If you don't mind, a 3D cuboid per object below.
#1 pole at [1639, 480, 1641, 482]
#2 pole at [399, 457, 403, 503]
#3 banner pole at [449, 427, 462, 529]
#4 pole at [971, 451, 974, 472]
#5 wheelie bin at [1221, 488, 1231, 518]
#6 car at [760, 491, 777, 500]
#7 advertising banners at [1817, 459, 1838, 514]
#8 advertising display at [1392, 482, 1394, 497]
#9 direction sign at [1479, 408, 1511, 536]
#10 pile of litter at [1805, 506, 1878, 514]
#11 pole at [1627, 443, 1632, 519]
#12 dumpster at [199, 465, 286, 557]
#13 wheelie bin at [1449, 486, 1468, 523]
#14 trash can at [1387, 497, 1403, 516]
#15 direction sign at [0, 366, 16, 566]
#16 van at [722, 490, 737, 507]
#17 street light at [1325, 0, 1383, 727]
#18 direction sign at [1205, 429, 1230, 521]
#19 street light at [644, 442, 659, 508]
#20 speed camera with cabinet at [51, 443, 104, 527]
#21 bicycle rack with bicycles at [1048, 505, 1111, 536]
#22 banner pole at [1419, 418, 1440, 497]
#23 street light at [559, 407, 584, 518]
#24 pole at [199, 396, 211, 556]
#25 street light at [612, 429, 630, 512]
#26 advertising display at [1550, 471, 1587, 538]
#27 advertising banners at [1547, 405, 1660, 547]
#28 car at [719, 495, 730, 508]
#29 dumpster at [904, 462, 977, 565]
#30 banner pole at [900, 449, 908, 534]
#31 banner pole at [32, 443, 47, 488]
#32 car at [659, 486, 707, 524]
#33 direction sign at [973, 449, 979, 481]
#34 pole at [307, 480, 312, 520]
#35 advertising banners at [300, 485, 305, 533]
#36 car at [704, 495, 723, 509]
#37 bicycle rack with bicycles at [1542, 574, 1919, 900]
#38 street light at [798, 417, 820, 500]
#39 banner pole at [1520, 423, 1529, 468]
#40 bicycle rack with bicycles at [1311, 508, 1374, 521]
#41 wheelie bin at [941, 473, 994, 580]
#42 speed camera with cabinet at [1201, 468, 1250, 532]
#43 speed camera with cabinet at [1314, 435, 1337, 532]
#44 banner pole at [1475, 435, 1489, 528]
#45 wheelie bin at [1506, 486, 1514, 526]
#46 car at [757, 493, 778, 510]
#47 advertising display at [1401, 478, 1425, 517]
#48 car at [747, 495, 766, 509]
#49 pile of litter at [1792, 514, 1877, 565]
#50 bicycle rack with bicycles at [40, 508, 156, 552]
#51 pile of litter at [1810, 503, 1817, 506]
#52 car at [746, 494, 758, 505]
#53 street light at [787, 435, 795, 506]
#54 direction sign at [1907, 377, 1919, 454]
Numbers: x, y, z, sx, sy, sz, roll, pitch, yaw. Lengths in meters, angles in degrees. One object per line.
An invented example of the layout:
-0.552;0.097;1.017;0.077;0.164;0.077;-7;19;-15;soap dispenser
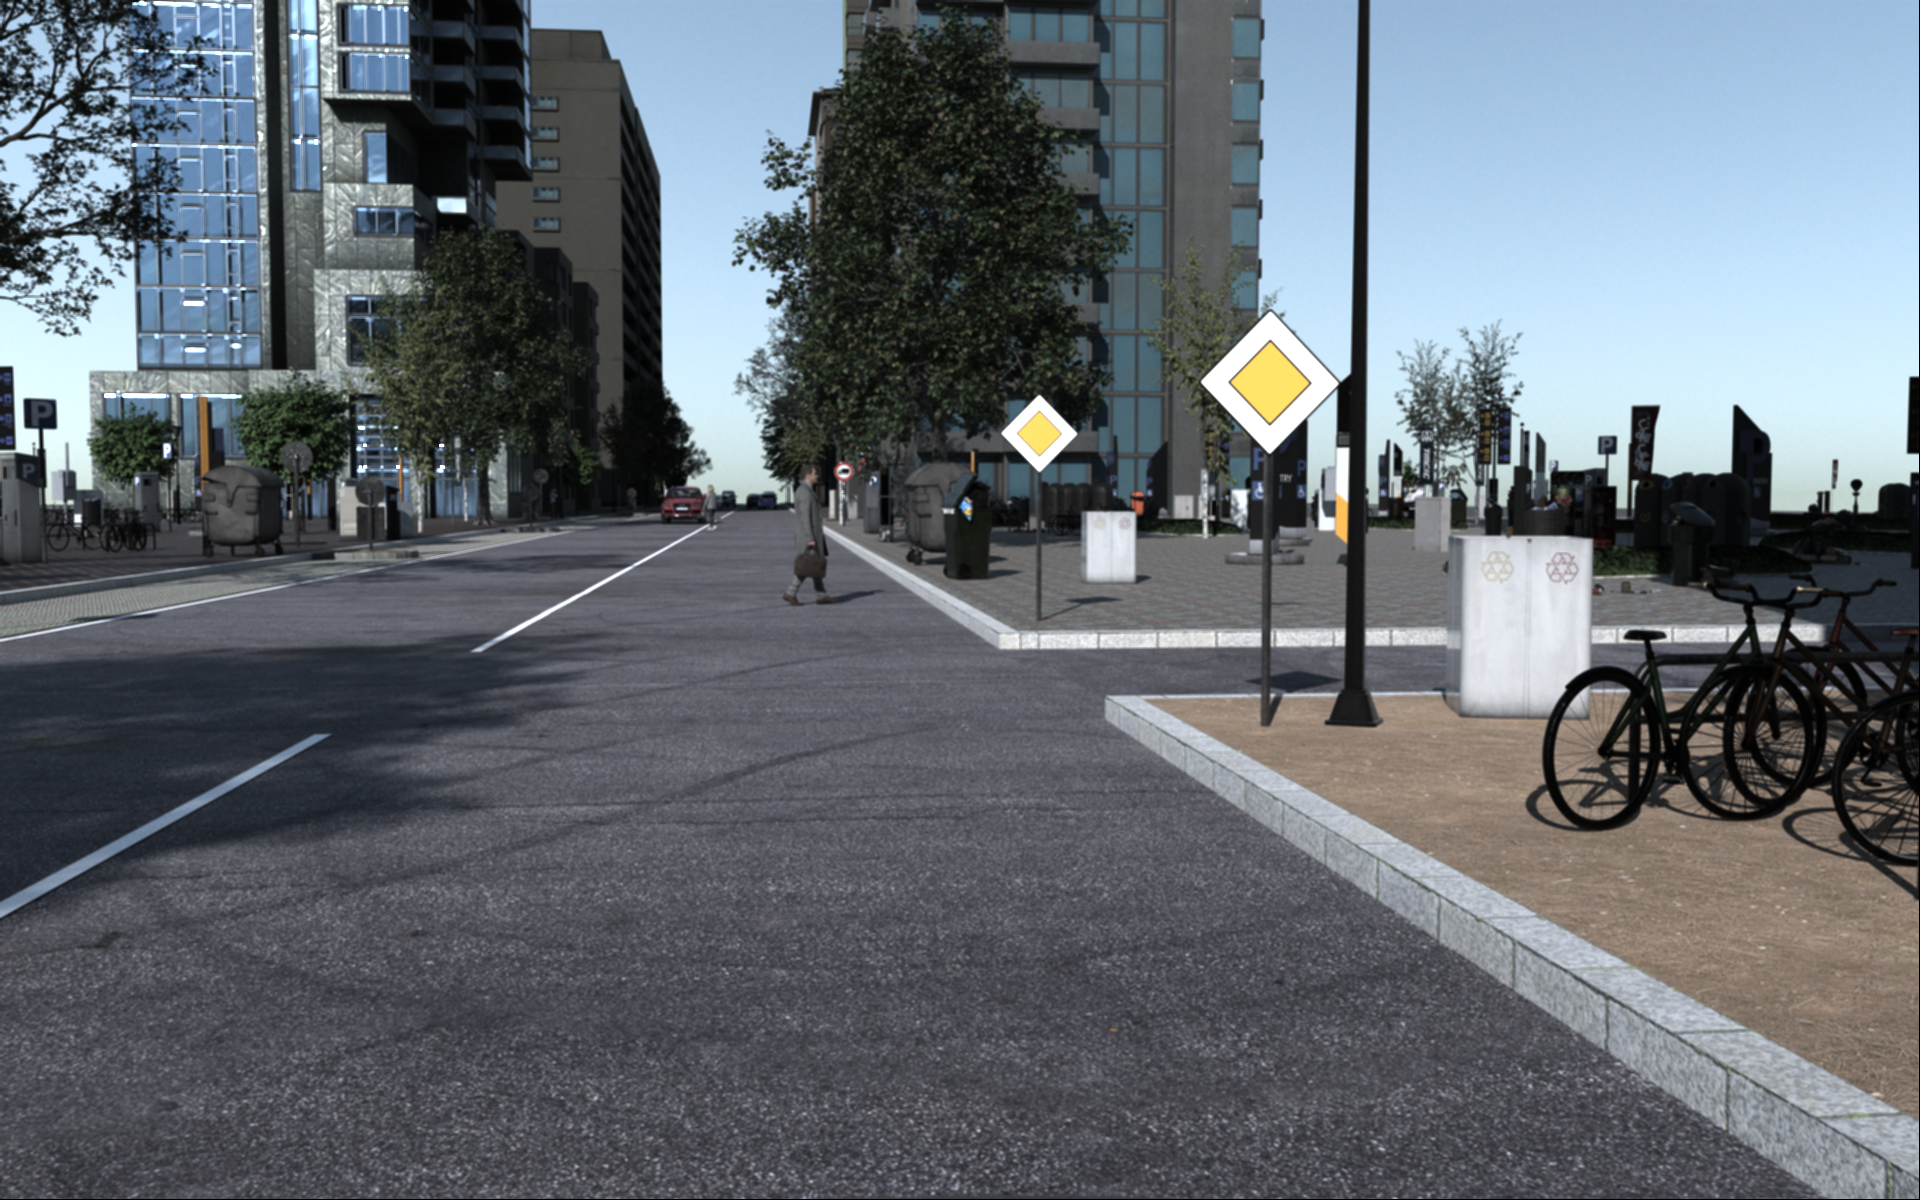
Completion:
24.541;-4.193;62.399;0.158;3.312;0.155;0;3;0;pole
-28.638;-5.804;88.746;0.158;3.312;0.155;0;3;0;pole
-18.752;-4.550;64.410;0.863;3.779;0.401;3;5;42;banner pole
0.610;-5.451;82.969;0.158;3.312;0.155;0;3;0;pole
14.282;-5.179;92.577;0.693;1.594;0.980;-1;4;-12;wheelie bin
-25.827;-13.776;233.915;2.281;1.827;5.304;0;4;-7;car
44.344;-5.649;88.555;0.090;3.025;2.074;0;4;2;advertising banners
23.479;-5.381;93.189;0.123;1.923;0.974;3;4;36;advertising display
14.085;-3.283;45.671;0.876;3.537;0.379;3;5;43;direction sign
25.151;-2.150;49.116;1.176;0.858;1.719;-3;4;-38;pile of litter
26.991;-4.643;69.754;0.158;3.312;0.155;0;3;0;pole
-14.800;-1.835;35.754;1.264;1.857;1.865;0;4;-6;dumpster
19.279;-3.612;66.960;0.693;1.594;0.980;1;4;18;wheelie bin
18.636;-3.816;74.042;0.748;1.137;0.748;0;3;0;trash can
-17.197;-2.378;30.882;0.876;3.537;0.379;1;4;16;direction sign
-26.351;-11.628;197.129;2.013;2.044;4.112;0;4;-7;van
1.668;-2.258;9.463;1.470;5.913;1.316;0;4;-6;street light
8.979;-4.199;60.643;0.876;3.537;0.379;0;4;7;direction sign
-27.672;-11.161;155.027;1.470;5.913;1.316;0;4;-6;street light
-34.288;-4.462;67.292;0.660;3.252;2.038;1;4;16;speed camera with cabinet
4.056;-2.512;54.451;2.925;0.926;2.852;-1;4;-10;bicycle rack with bicycles
15.507;-4.098;57.025;0.863;3.779;0.401;-1;4;-9;banner pole
-20.626;-7.302;91.925;1.470;5.913;1.316;0;4;-6;street light
-15.678;-2.576;35.967;0.158;3.312;0.155;0;3;0;pole
-24.167;-9.231;123.474;1.470;5.913;1.316;0;4;-6;street light
17.050;-2.653;48.591;0.974;1.923;0.123;3;4;39;advertising display
12.815;-2.346;34.552;2.074;3.025;0.090;1;4;22;advertising banners
-25.567;-10.542;184.946;1.945;1.354;3.894;0;4;-7;car
-0.335;-1.592;31.781;1.264;1.857;1.865;0;4;-7;dumpster
-1.702;-3.990;55.254;0.401;3.779;0.863;0;4;-3;banner pole
-44.892;-5.775;84.444;0.401;3.779;0.863;2;4;25;banner pole
-13.361;-4.599;83.872;2.281;1.827;5.304;0;4;-7;car
0.785;-5.782;86.529;0.379;3.537;0.876;1;4;17;direction sign
-32.527;-5.672;86.584;0.158;3.312;0.155;0;3;0;pole
-21.931;-3.769;57.806;0.090;3.025;2.074;-2;4;-24;advertising banners
-23.308;-9.202;162.806;2.083;1.381;4.827;0;4;-7;car
3.624;0.418;6.556;2.925;0.926;2.852;0;4;-7;bicycle rack with bicycles
-9.112;-8.100;104.980;1.470;5.913;1.316;0;4;-6;street light
19.706;-4.313;60.527;0.401;3.779;0.863;0;4;-5;banner pole
17.584;-4.068;79.889;2.925;0.926;2.852;0;4;7;bicycle rack with bicycles
0.120;-1.119;26.204;0.693;1.594;0.980;-1;4;-20;wheelie bin
9.629;-4.119;61.685;2.038;3.252;0.660;1;4;13;speed camera with cabinet
12.549;-3.962;59.107;0.660;3.252;2.038;0;4;3;speed camera with cabinet
19.506;-4.561;64.586;0.863;3.779;0.401;-2;4;-31;banner pole
22.439;-3.776;69.653;0.693;1.594;0.980;-3;4;-38;wheelie bin
-17.854;-9.224;160.395;1.945;1.707;3.694;0;4;-8;car
17.840;-3.852;68.201;0.974;1.923;0.123;-1;4;-15;advertising display
-19.343;-9.315;164.873;1.945;1.354;3.894;0;4;-5;car
15.930;-1.105;32.035;1.176;0.858;1.719;-2;4;-30;pile of litter
-19.427;-1.588;39.340;2.852;0.926;2.925;1;4;9;bicycle rack with bicycles
38.914;-3.952;78.578;1.719;0.858;1.176;0;4;6;pile of litter
-27.089;-13.363;227.287;1.959;1.807;4.718;0;4;-5;car
-12.707;-10.029;136.522;1.470;5.913;1.316;0;4;-6;street light
18.762;-2.540;33.519;0.876;3.537;0.379;0;4;-1;direction sign
